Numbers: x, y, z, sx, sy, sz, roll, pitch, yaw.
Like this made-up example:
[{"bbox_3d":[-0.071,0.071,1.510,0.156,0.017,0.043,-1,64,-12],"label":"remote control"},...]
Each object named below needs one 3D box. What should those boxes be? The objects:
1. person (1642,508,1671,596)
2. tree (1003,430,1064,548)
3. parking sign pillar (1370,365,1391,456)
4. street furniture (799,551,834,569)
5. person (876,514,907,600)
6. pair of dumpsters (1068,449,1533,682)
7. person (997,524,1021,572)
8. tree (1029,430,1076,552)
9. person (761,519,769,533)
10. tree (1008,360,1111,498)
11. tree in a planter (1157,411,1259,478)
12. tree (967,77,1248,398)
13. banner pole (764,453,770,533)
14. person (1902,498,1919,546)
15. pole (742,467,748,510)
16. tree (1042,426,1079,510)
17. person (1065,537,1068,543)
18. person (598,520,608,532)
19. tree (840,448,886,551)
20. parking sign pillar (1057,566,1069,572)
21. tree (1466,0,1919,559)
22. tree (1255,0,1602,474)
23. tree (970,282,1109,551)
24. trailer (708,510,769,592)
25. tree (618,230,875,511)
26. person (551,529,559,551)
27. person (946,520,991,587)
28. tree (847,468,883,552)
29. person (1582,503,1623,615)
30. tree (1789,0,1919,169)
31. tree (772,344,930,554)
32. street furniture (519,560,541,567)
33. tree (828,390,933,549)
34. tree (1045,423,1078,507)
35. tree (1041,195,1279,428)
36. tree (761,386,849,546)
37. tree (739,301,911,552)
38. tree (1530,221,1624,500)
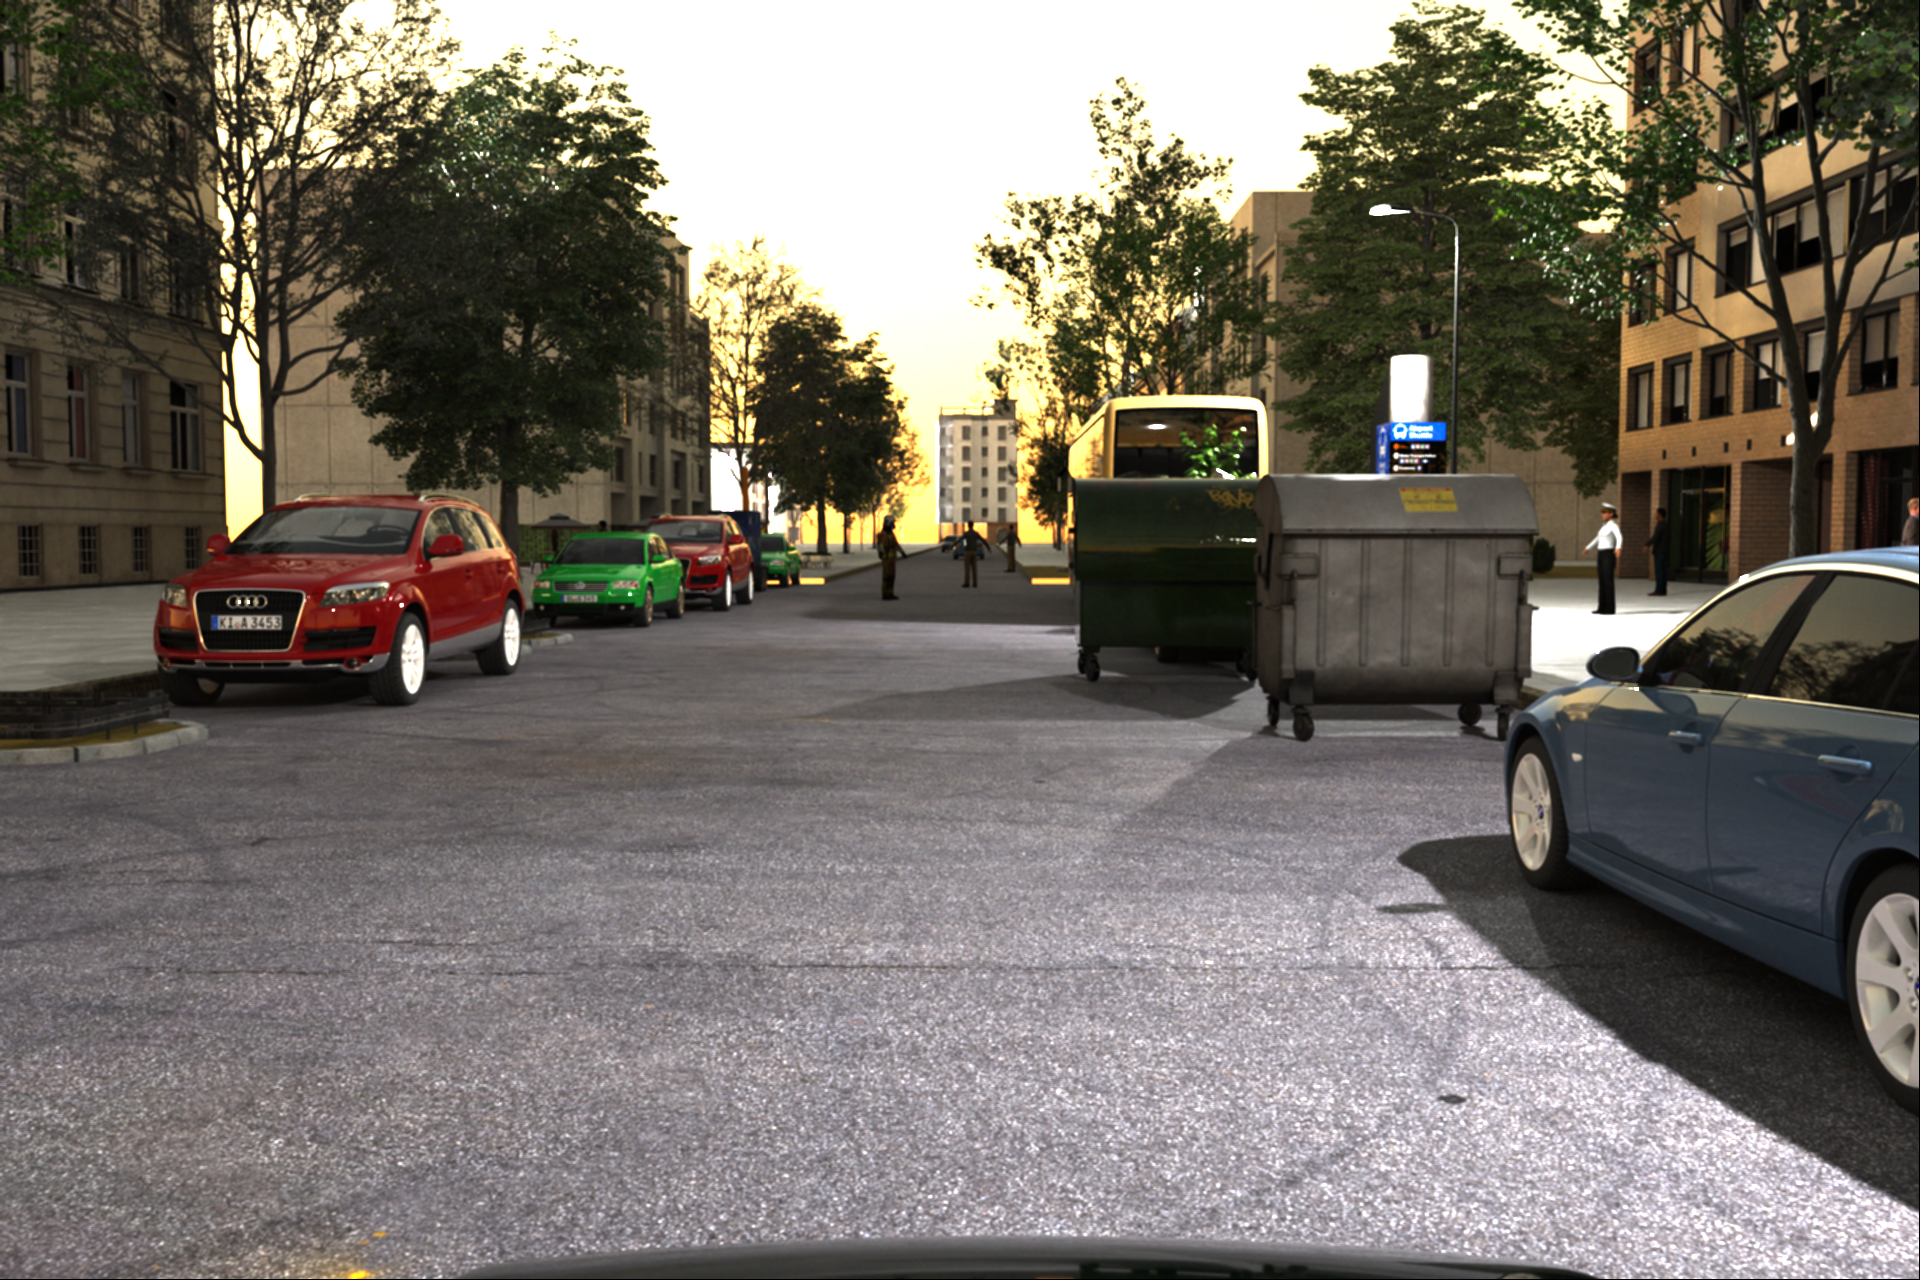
[{"bbox_3d":[14.550,-1.833,36.042,0.705,1.821,1.348,3,5,41],"label":"person"},{"bbox_3d":[8.237,-13.457,154.437,7.601,10.594,8.767,3,5,42],"label":"tree"},{"bbox_3d":[7.064,-2.442,28.402,1.447,3.967,1.447,0,4,1],"label":"parking sign pillar"},{"bbox_3d":[-8.489,-3.054,65.562,5.734,0.657,10.072,-2,4,-25],"label":"street furniture"},{"bbox_3d":[-1.526,-1.805,37.735,0.705,1.858,1.354,1,4,21],"label":"person"},{"bbox_3d":[3.299,-0.753,17.261,4.436,2.255,1.574,0,4,1],"label":"pair of dumpsters"},{"bbox_3d":[1.903,-3.457,65.245,0.705,1.796,1.348,3,5,42],"label":"person"},{"bbox_3d":[7.196,-10.525,122.444,4.737,8.622,4.395,0,3,0],"label":"tree"},{"bbox_3d":[-6.305,-3.051,56.351,0.721,1.772,1.216,-3,5,-44],"label":"person"},{"bbox_3d":[7.002,-9.625,91.783,8.767,10.594,7.601,-2,4,-32],"label":"tree"},{"bbox_3d":[3.622,-1.706,25.122,1.991,3.239,1.994,0,4,0],"label":"tree in a planter"},{"bbox_3d":[6.367,-13.392,74.845,12.611,20.169,13.585,0,3,0],"label":"tree"},{"bbox_3d":[-5.990,-3.910,53.945,0.401,3.779,0.863,0,4,3],"label":"banner pole"},{"bbox_3d":[12.789,-1.007,23.066,0.434,1.755,0.990,3,4,39],"label":"person"},{"bbox_3d":[-6.557,-3.618,52.992,0.158,3.312,0.155,0,3,0],"label":"pole"},{"bbox_3d":[7.502,-10.074,115.067,4.737,8.622,4.395,0,3,0],"label":"tree"},{"bbox_3d":[4.653,-3.726,66.774,1.347,1.847,0.705,1,4,21],"label":"person"},{"bbox_3d":[-14.376,-3.878,69.543,0.704,1.843,1.345,2,4,24],"label":"person"},{"bbox_3d":[-7.543,-11.121,132.190,4.737,8.622,4.395,0,3,0],"label":"tree"},{"bbox_3d":[4.021,-4.308,58.909,1.447,3.967,1.447,0,4,2],"label":"parking sign pillar"},{"bbox_3d":[9.780,-5.747,19.727,9.928,11.665,9.643,0,3,0],"label":"tree"},{"bbox_3d":[10.206,-7.283,37.198,7.486,12.596,7.792,0,3,0],"label":"tree"},{"bbox_3d":[7.128,-16.950,133.021,12.611,20.169,13.585,0,3,0],"label":"tree"},{"bbox_3d":[-5.608,-2.176,42.623,1.471,1.999,3.904,0,4,1],"label":"trailer"},{"bbox_3d":[-8.751,-9.808,70.726,12.009,13.543,11.850,0,3,0],"label":"tree"},{"bbox_3d":[-18.294,-4.418,78.371,0.704,1.812,1.346,-1,4,-20],"label":"person"},{"bbox_3d":[0.275,-2.320,46.662,1.348,1.796,0.705,-2,4,-27],"label":"person"},{"bbox_3d":[-7.664,-10.564,123.080,4.737,8.622,4.395,0,3,0],"label":"tree"},{"bbox_3d":[10.245,-1.294,27.617,0.721,1.778,1.216,0,4,-5],"label":"person"},{"bbox_3d":[9.374,-6.329,10.129,9.857,13.997,8.962,0,3,0],"label":"tree"},{"bbox_3d":[-7.565,-12.390,112.943,12.009,13.543,11.850,0,3,0],"label":"tree"},{"bbox_3d":[-21.901,-3.655,66.609,9.812,1.723,11.010,1,4,19],"label":"street furniture"},{"bbox_3d":[-7.332,-14.541,148.117,12.009,13.543,11.850,0,3,0],"label":"tree"},{"bbox_3d":[7.304,-9.711,109.133,4.360,8.622,3.978,0,3,0],"label":"tree"},{"bbox_3d":[6.107,-7.796,53.219,9.928,11.665,9.643,0,3,0],"label":"tree"},{"bbox_3d":[-8.197,-8.112,83.000,4.360,8.622,3.978,0,3,0],"label":"tree"},{"bbox_3d":[-7.539,-11.473,94.242,9.857,13.997,8.962,0,3,0],"label":"tree"},{"bbox_3d":[24.067,-8.828,62.468,7.486,12.596,7.792,0,3,0],"label":"tree"}]
